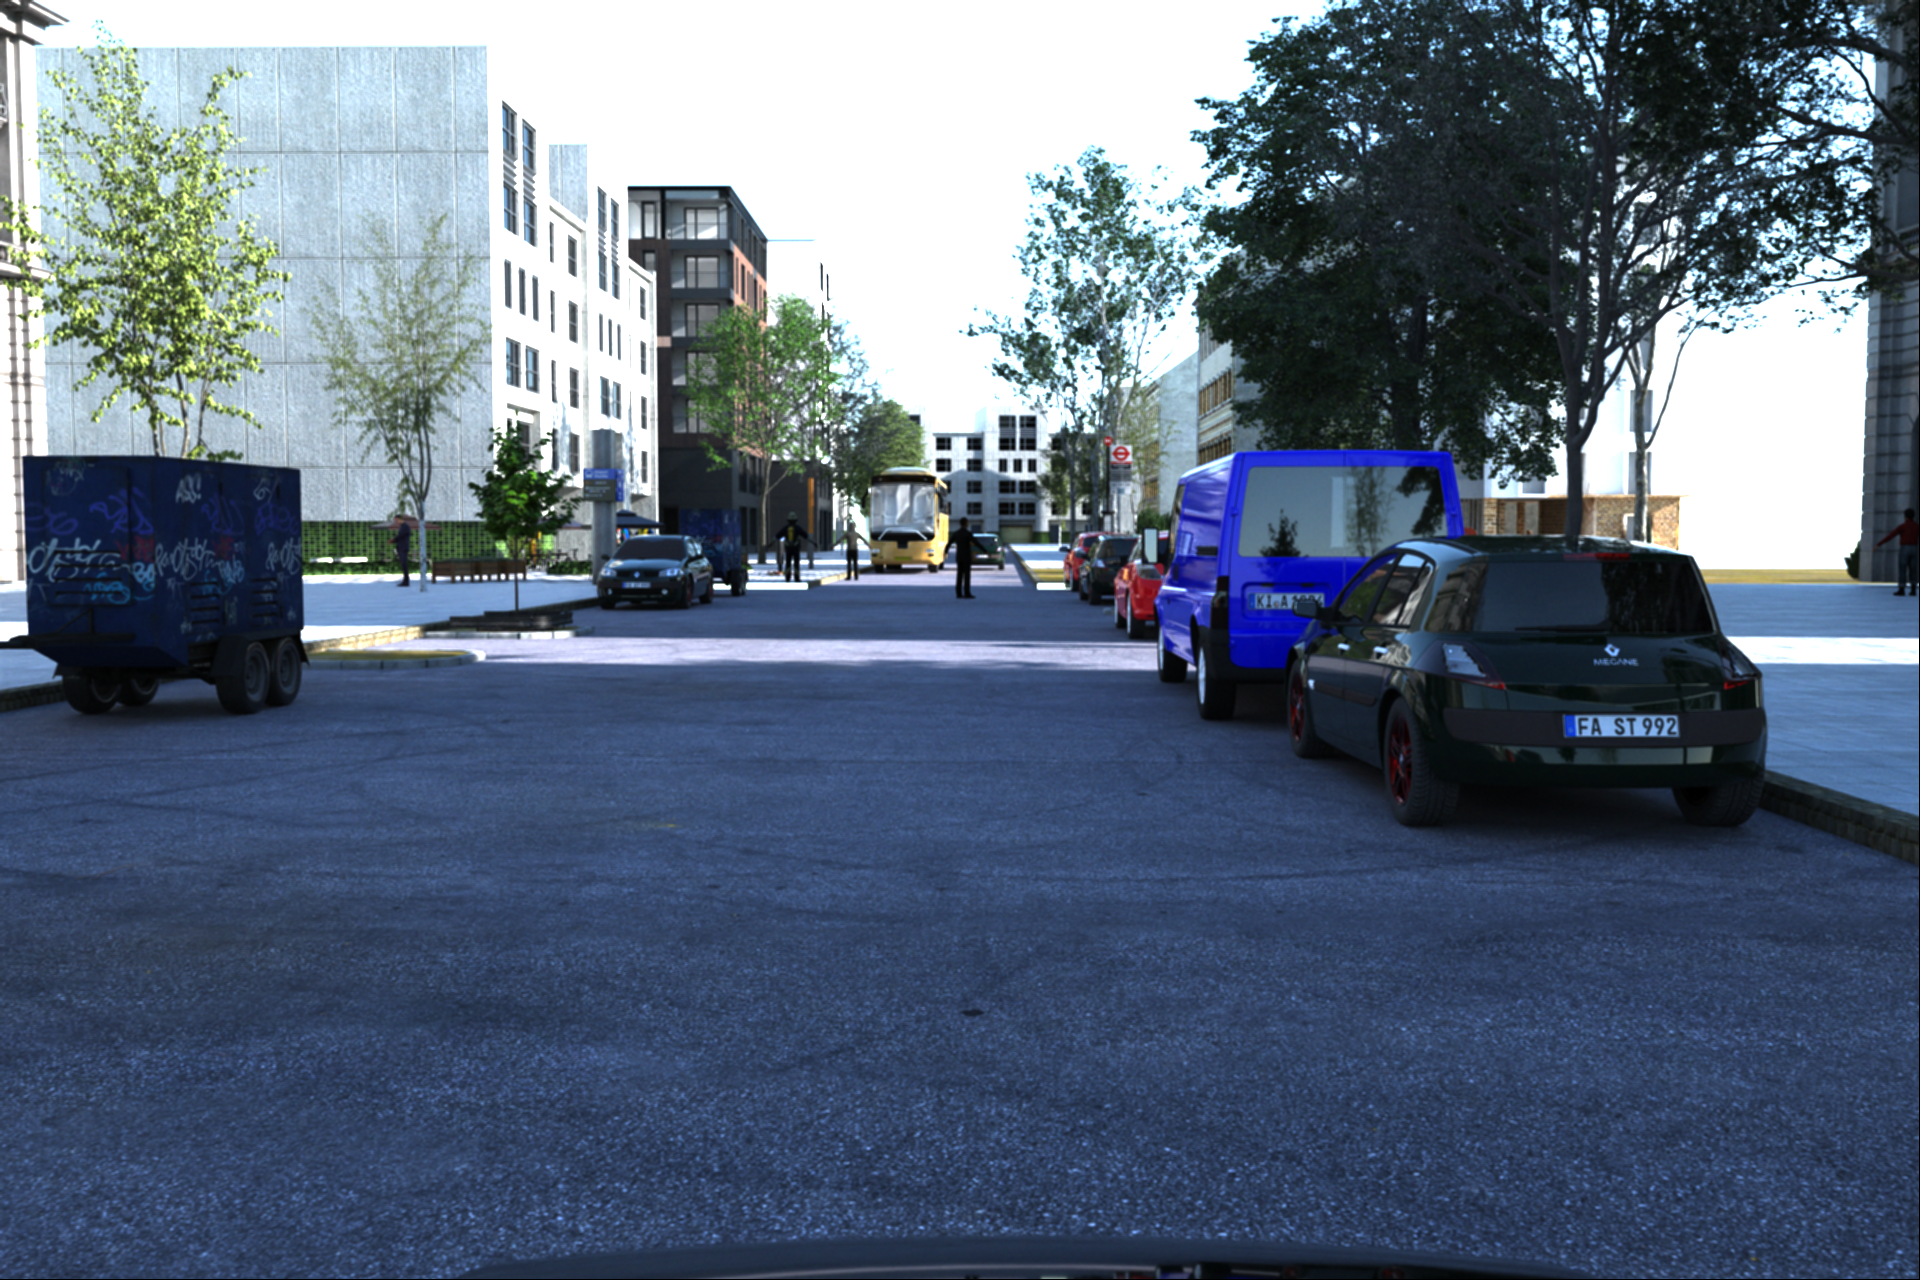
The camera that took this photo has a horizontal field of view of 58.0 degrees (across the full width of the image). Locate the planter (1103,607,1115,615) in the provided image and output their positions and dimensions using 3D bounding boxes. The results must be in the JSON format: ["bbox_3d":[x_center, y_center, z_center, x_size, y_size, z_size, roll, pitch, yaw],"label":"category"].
[{"bbox_3d":[3.588,-0.612,31.151,1.991,0.319,1.994,0,4,2],"label":"planter"}]

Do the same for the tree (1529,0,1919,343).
[{"bbox_3d":[9.200,-4.909,14.673,8.767,10.594,7.601,1,4,20],"label":"tree"}]

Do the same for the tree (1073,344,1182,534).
[{"bbox_3d":[6.921,-7.110,66.611,4.360,8.622,3.978,0,3,0],"label":"tree"}]

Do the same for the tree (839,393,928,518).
[{"bbox_3d":[-6.419,-13.571,140.019,7.486,12.596,7.792,0,3,0],"label":"tree"}]

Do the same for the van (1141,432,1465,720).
[{"bbox_3d":[2.824,-0.649,14.995,2.240,2.365,5.245,0,4,1],"label":"van"}]

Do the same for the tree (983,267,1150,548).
[{"bbox_3d":[6.879,-16.480,125.329,12.611,20.169,13.585,0,3,0],"label":"tree"}]

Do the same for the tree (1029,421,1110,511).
[{"bbox_3d":[9.148,-12.757,142.992,7.601,10.594,8.767,-1,4,-18],"label":"tree"}]

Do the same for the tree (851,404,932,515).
[{"bbox_3d":[-6.028,-14.201,150.308,7.486,12.596,7.792,0,3,0],"label":"tree"}]

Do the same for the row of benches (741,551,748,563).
[{"bbox_3d":[-9.769,-2.994,64.408,4.104,0.672,1.422,0,4,-7],"label":"row of benches"}]

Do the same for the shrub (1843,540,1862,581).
[{"bbox_3d":[24.773,-2.223,47.459,1.383,1.207,1.383,0,3,0],"label":"shrub"}]

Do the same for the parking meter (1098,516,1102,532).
[{"bbox_3d":[4.790,-3.168,57.507,0.399,1.863,0.255,0,4,-1],"label":"parking meter"}]

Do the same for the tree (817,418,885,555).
[{"bbox_3d":[-6.860,-9.394,103.960,4.737,8.622,4.395,0,3,0],"label":"tree"}]

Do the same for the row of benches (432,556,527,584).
[{"bbox_3d":[-12.973,-1.912,46.721,1.422,0.672,4.104,1,4,14],"label":"row of benches"}]

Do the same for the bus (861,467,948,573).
[{"bbox_3d":[-1.908,-4.640,67.406,2.896,3.916,12.252,0,4,1],"label":"bus"}]

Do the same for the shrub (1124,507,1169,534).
[{"bbox_3d":[5.343,-2.760,49.168,1.661,2.075,1.752,0,3,0],"label":"shrub"}]

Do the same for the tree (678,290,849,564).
[{"bbox_3d":[-8.286,-9.028,73.361,9.928,11.665,9.643,0,3,0],"label":"tree"}]

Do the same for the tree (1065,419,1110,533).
[{"bbox_3d":[8.273,-9.857,111.526,4.360,8.622,3.978,0,3,0],"label":"tree"}]

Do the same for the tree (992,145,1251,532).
[{"bbox_3d":[7.930,-13.877,82.778,12.611,20.169,13.585,0,3,0],"label":"tree"}]

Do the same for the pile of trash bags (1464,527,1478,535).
[{"bbox_3d":[6.635,-0.733,21.739,1.912,1.369,3.447,0,4,1],"label":"pile of trash bags"}]

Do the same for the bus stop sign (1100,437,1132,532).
[{"bbox_3d":[4.268,-3.593,47.449,0.855,3.939,0.416,0,4,0],"label":"bus stop sign"}]

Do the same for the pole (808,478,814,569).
[{"bbox_3d":[-5.442,-4.244,63.230,0.158,3.312,0.155,0,3,0],"label":"pole"}]

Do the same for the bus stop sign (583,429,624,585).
[{"bbox_3d":[-8.983,-3.344,43.685,0.837,3.901,0.837,0,4,2],"label":"bus stop sign"}]

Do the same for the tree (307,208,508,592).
[{"bbox_3d":[-11.772,-5.392,38.525,4.360,8.622,3.978,0,3,0],"label":"tree"}]

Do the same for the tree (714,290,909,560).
[{"bbox_3d":[-7.507,-10.816,87.218,12.009,13.543,11.850,0,3,0],"label":"tree"}]

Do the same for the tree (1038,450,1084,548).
[{"bbox_3d":[8.943,-12.277,151.093,4.737,8.622,4.395,0,3,0],"label":"tree"}]

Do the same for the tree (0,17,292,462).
[{"bbox_3d":[-11.630,-4.576,25.186,4.737,8.622,4.395,0,3,0],"label":"tree"}]

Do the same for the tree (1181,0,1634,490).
[{"bbox_3d":[9.676,-8.008,37.581,9.857,13.997,8.962,0,3,0],"label":"tree"}]

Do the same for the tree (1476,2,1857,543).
[{"bbox_3d":[20.884,-12.100,53.728,12.611,20.169,13.585,0,3,0],"label":"tree"}]

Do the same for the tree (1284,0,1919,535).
[{"bbox_3d":[9.256,-7.046,25.568,12.009,13.543,11.850,0,3,0],"label":"tree"}]

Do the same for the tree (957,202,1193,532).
[{"bbox_3d":[6.705,-14.923,99.883,12.611,20.169,13.585,0,3,0],"label":"tree"}]

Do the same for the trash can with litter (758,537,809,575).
[{"bbox_3d":[-5.522,-2.669,54.694,1.678,1.210,2.233,0,4,1],"label":"trash can with litter"}]

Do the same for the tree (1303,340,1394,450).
[{"bbox_3d":[15.109,-6.951,64.007,4.360,8.622,3.978,0,3,0],"label":"tree"}]

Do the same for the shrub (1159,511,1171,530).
[{"bbox_3d":[6.999,-3.355,58.903,1.661,2.075,1.752,0,3,0],"label":"shrub"}]
